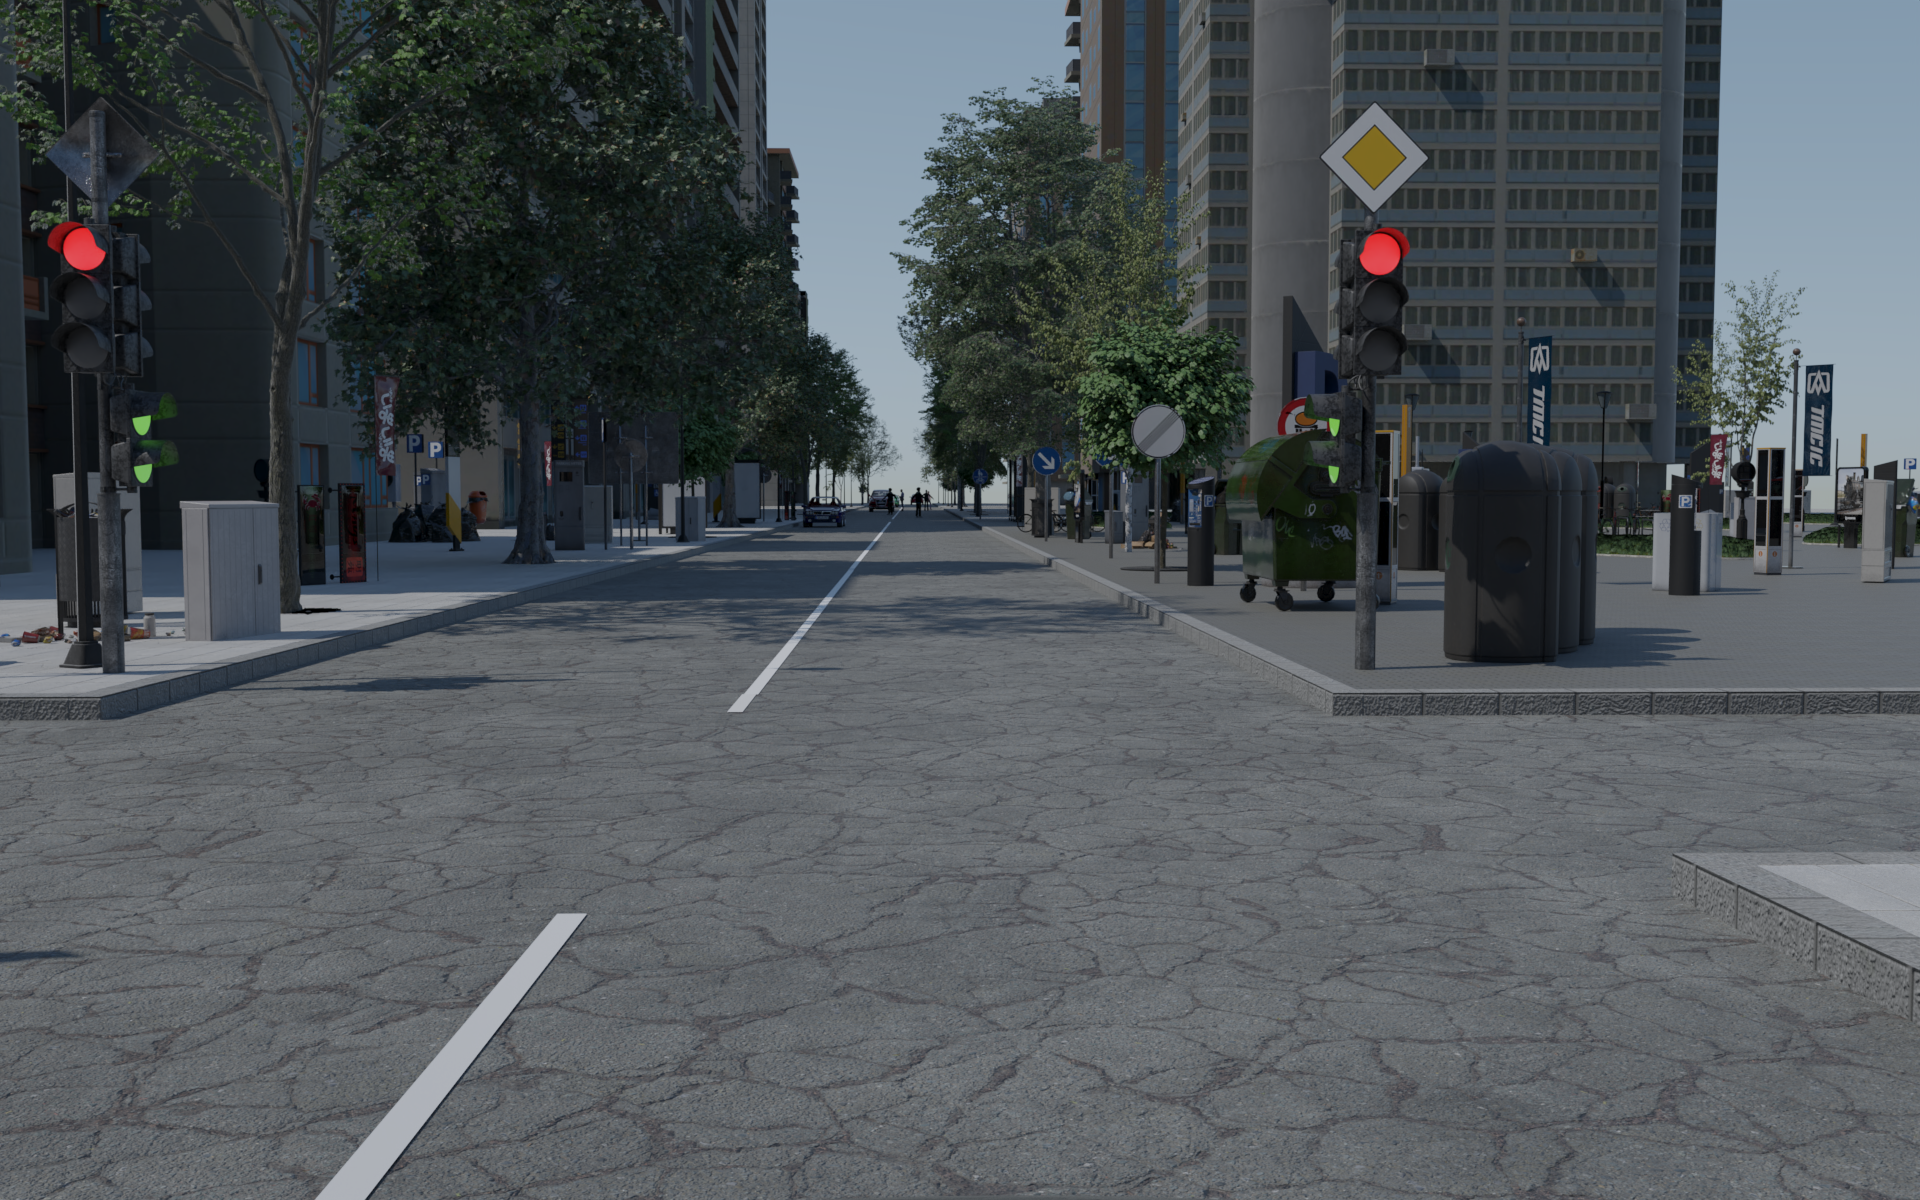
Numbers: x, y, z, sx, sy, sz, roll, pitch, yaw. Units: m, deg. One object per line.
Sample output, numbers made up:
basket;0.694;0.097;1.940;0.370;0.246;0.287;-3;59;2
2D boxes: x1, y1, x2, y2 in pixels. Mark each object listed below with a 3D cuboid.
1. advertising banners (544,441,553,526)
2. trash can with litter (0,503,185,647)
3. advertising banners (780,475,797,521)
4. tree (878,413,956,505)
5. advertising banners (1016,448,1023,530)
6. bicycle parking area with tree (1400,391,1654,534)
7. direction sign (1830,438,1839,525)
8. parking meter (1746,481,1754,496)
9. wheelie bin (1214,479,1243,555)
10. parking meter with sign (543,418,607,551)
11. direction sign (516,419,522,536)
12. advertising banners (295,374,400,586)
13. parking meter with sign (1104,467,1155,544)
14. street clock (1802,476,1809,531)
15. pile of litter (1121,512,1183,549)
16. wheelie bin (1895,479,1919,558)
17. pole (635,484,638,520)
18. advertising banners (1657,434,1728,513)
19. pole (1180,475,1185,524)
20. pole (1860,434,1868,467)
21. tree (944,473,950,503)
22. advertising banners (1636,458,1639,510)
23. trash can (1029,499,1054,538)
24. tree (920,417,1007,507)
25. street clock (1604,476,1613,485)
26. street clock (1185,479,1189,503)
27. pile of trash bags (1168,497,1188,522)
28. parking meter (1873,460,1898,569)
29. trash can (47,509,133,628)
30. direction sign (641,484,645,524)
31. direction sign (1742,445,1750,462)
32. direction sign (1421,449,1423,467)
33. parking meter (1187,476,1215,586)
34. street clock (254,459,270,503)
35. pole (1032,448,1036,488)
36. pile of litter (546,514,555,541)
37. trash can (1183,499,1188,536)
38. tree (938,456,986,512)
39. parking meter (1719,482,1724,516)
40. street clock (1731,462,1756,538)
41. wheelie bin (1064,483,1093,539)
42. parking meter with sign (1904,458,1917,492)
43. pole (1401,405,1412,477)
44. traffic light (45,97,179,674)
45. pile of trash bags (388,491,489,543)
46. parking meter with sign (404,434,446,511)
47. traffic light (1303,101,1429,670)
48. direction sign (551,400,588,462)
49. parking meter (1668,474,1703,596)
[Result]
advertising banners;-13.073;-3.685;56.435;0.090;3.025;2.074;-3;4;-38
trash can with litter;-8.065;-0.262;15.338;2.233;1.210;1.678;0;3;0
advertising banners;-8.453;-5.403;84.533;0.090;3.025;2.074;-2;4;-30
tree;-0.665;-17.590;197.969;12.009;13.543;11.850;0;3;0
advertising banners;2.520;-4.043;62.286;0.090;3.025;2.074;2;4;35
bicycle parking area with tree;15.358;-3.781;48.823;8.231;4.147;9.016;2;4;26
direction sign;35.718;-4.808;70.609;0.379;3.537;0.876;2;4;30
parking meter;32.435;-4.005;71.187;0.255;1.863;0.399;1;4;9
wheelie bin;5.708;-1.755;36.609;0.980;1.594;0.693;-2;4;-30
parking meter with sign;-8.946;-2.648;39.554;1.738;3.016;0.543;-1;4;-15
direction sign;-13.251;-3.688;52.303;0.379;3.537;0.876;-2;4;-26
advertising banners;-8.790;-1.758;24.935;0.090;3.025;2.074;2;4;26
parking meter with sign;4.523;-2.988;45.107;1.738;3.016;0.543;-3;5;-40
street clock;29.095;-3.383;59.878;0.471;2.002;0.358;-3;4;-38
pile of litter;4.494;-1.637;40.726;1.176;0.858;1.719;-2;4;-24
wheelie bin;19.069;-1.676;35.316;0.693;1.594;0.980;-3;5;-41
pole;-16.125;-5.668;86.521;0.158;3.312;0.155;0;3;0
advertising banners;21.520;-3.348;50.920;0.090;3.025;2.074;-3;5;-40
pole;9.600;-4.944;74.684;0.158;3.312;0.155;0;3;0
pole;30.493;-3.954;58.492;0.158;3.312;0.155;0;3;0
tree;-1.771;-17.534;237.048;4.360;8.622;3.978;0;3;0
advertising banners;32.289;-5.283;82.557;0.090;3.025;2.074;1;4;23
trash can;2.406;-2.405;50.983;0.748;1.137;0.748;0;3;0
tree;0.375;-15.638;172.692;9.611;12.733;9.660;0;3;0
street clock;26.601;-4.068;71.086;0.358;2.002;0.471;0;4;1
street clock;10.700;-4.704;81.478;0.471;2.002;0.358;1;4;19
pile of trash bags;10.689;-4.213;78.640;1.912;1.369;3.447;0;4;-6
parking meter;15.819;-1.467;29.689;0.399;1.863;0.255;2;4;26
trash can;-8.420;-0.315;16.798;0.748;1.137;0.748;0;3;0
direction sign;-13.377;-4.970;73.249;0.876;3.537;0.379;2;4;33
direction sign;36.171;-5.375;79.885;0.379;3.537;0.876;0;4;-3
direction sign;23.334;-5.842;87.510;0.379;3.537;0.876;1;4;15
parking meter;3.371;-0.967;24.226;0.372;1.533;0.369;0;3;0
street clock;-14.228;-1.893;35.520;0.471;2.002;0.358;2;4;33
pole;3.145;-4.845;73.065;0.158;3.312;0.155;0;3;0
pile of litter;-11.603;-2.087;48.082;1.719;0.858;1.176;1;4;23
trash can;7.204;-2.536;53.114;0.748;1.137;0.748;0;3;0
tree;1.203;-8.766;127.044;4.285;4.588;4.351;0;3;0
parking meter;36.106;-4.690;82.397;0.399;1.863;0.255;-1;4;-11
street clock;17.504;-2.090;38.742;0.471;2.002;0.358;0;4;-7
wheelie bin;3.344;-2.527;49.225;0.693;1.594;0.980;2;4;26
parking meter with sign;45.829;-5.349;83.710;0.543;3.016;1.738;2;4;32
pole;10.219;-2.804;39.693;0.158;3.312;0.155;0;3;0
traffic light;-6.059;-1.431;12.317;0.839;4.253;0.868;0;4;-2
pile of trash bags;-13.902;-2.286;47.130;1.912;1.369;3.447;1;4;16
parking meter with sign;-15.515;-3.354;51.102;0.543;3.016;1.738;1;4;21
traffic light;2.949;-1.447;12.576;0.839;4.253;0.868;0;4;-2
direction sign;-9.379;-3.038;41.662;0.876;3.537;0.379;0;4;-3
parking meter;9.202;-0.829;21.962;0.372;1.533;0.369;0;3;0
